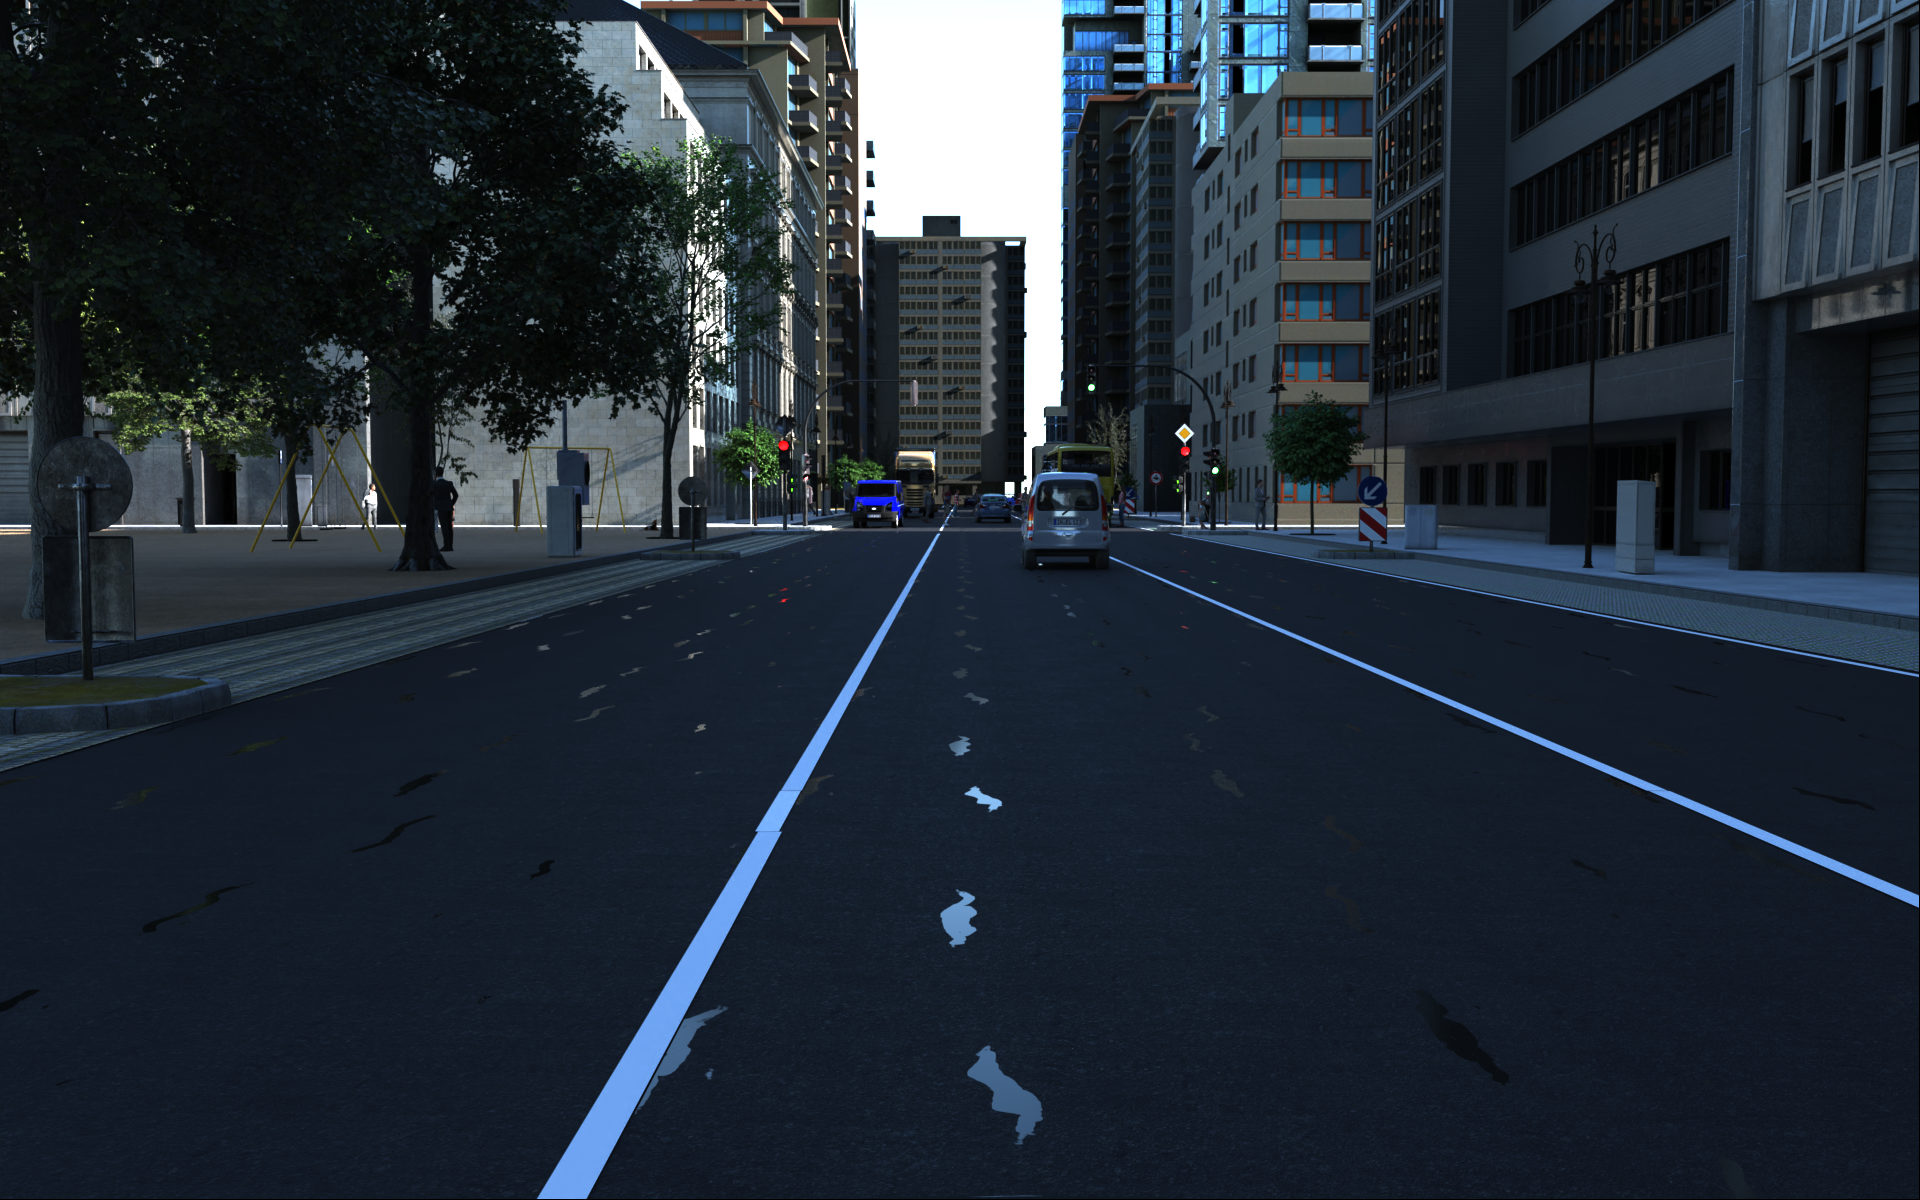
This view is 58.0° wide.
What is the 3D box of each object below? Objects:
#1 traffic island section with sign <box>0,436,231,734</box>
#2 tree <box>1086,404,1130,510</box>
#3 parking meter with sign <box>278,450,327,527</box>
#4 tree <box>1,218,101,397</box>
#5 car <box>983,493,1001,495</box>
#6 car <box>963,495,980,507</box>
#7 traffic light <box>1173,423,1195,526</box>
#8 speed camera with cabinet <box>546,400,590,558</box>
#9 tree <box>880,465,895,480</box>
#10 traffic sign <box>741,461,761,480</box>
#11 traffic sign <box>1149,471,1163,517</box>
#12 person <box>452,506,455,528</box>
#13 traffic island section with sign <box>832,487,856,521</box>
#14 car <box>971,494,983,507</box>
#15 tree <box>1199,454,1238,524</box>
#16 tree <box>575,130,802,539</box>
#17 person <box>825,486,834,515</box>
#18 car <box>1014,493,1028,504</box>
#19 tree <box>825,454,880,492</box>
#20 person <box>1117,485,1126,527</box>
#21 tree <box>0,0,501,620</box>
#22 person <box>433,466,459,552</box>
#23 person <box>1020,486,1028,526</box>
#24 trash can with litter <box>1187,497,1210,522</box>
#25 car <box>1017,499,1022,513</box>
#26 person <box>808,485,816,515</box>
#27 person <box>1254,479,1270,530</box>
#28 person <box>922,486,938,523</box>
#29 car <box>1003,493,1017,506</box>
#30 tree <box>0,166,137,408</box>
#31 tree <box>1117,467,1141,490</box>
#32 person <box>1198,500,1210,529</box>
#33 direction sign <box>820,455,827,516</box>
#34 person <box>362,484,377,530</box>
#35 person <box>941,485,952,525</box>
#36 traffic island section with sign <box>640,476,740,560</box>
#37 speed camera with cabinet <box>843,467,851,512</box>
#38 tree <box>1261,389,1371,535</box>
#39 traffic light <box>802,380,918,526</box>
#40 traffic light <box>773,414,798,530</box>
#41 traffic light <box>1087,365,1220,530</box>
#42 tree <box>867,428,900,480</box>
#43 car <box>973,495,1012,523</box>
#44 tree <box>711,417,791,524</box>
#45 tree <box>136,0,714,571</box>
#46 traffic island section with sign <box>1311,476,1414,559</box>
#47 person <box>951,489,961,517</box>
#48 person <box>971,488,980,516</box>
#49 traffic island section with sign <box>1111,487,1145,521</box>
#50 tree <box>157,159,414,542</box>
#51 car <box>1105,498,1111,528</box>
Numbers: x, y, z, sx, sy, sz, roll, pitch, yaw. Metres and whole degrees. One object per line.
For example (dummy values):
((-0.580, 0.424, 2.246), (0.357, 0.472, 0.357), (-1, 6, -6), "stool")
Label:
((-5.917, -0.157, 11.196), (1.989, 1.847, 2.006), (0, 3, 0), "traffic island section with sign")
((12.071, -11.504, 138.448), (4.360, 8.622, 3.978), (0, 3, 0), "tree")
((-25.973, -4.417, 68.471), (1.738, 3.016, 0.543), (-1, 4, -18), "parking meter with sign")
((-26.959, -6.848, 46.371), (8.767, 10.594, 7.601), (0, 4, 2), "tree")
((2.239, -6.833, 120.519), (1.959, 1.807, 4.718), (0, 4, 0), "car")
((1.302, -11.024, 192.830), (1.945, 1.354, 3.894), (0, 4, 1), "car")
((8.910, -4.898, 69.006), (0.839, 4.253, 0.868), (0, 3, 0), "traffic light")
((-8.100, -2.539, 35.853), (0.660, 3.252, 2.038), (0, 4, -3), "speed camera with cabinet")
((-8.036, -10.211, 150.656), (4.285, 4.588, 4.351), (0, 3, 0), "tree")
((-8.234, -4.180, 68.078), (0.795, 2.593, 0.064), (1, 4, 9), "traffic sign")
((10.946, -5.907, 96.683), (0.768, 2.556, 0.104), (0, 4, 8), "traffic sign")
((-19.148, -3.171, 65.009), (0.362, 1.253, 0.373), (2, 4, 25), "person")
((-5.847, -5.206, 93.742), (1.989, 1.847, 2.006), (0, 3, 0), "traffic island section with sign")
((2.187, -11.541, 200.695), (2.014, 1.417, 4.499), (0, 4, -1), "car")
((11.220, -4.959, 75.673), (1.663, 3.219, 1.824), (0, 3, 0), "tree")
((-8.238, -7.558, 49.330), (9.928, 11.665, 9.643), (0, 3, 0), "tree")
((-8.037, -6.050, 105.362), (0.834, 1.777, 0.661), (-1, 4, -9), "person")
((5.772, -8.707, 151.405), (2.155, 1.783, 4.494), (0, 4, 0), "car")
((-9.270, -9.447, 138.174), (4.285, 4.588, 4.351), (0, 3, 0), "tree")
((7.039, -4.083, 75.260), (0.388, 1.821, 0.555), (1, 4, 21), "person")
((-9.392, -6.793, 17.726), (9.857, 13.997, 8.962), (0, 3, 0), "tree")
((-11.589, -2.039, 38.743), (0.474, 1.900, 0.648), (2, 4, 29), "person")
((2.952, -4.259, 78.471), (0.374, 1.781, 0.599), (3, 4, 39), "person")
((10.858, -4.116, 78.688), (1.055, 1.170, 0.624), (0, 4, 3), "trash can with litter")
((5.351, -7.405, 130.854), (2.009, 1.686, 4.222), (0, 4, -1), "car")
((-9.026, -5.968, 103.724), (0.850, 1.850, 0.679), (1, 4, 18), "person")
((10.714, -3.375, 61.417), (0.583, 1.804, 0.606), (3, 4, 36), "person")
((-1.563, -4.777, 86.724), (0.853, 1.813, 0.709), (1, 4, 22), "person")
((4.993, -10.192, 176.232), (1.945, 1.707, 3.694), (0, 4, 2), "car")
((-21.009, -6.920, 30.145), (9.611, 12.733, 9.660), (0, 3, 0), "tree")
((12.043, -7.874, 123.334), (1.663, 3.219, 1.824), (0, 3, 0), "tree")
((8.929, -3.068, 63.684), (0.382, 1.210, 0.505), (2, 4, 32), "person")
((-7.958, -6.659, 100.870), (0.379, 3.537, 0.876), (-1, 4, -16), "direction sign")
((-22.487, -3.510, 65.983), (0.850, 1.850, 0.679), (2, 4, 27), "person")
((-0.620, -4.321, 79.131), (0.573, 1.828, 0.580), (-3, 4, -39), "person")
((-5.894, -1.806, 38.151), (1.989, 1.847, 2.006), (0, 3, 0), "traffic island section with sign")
((-8.149, -8.045, 125.872), (0.660, 3.252, 2.038), (0, 4, -7), "speed camera with cabinet")
((11.148, -4.317, 54.292), (4.285, 4.588, 4.351), (0, 3, 0), "tree")
((-4.059, -5.772, 69.037), (4.771, 5.953, 1.251), (0, 3, 0), "traffic light")
((-6.159, -4.410, 61.019), (0.839, 4.253, 0.868), (0, 3, 0), "traffic light")
((6.811, -5.273, 60.881), (4.771, 5.953, 1.251), (0, 3, 0), "traffic light")
((-8.465, -14.793, 192.221), (4.360, 8.622, 3.978), (0, 3, 0), "tree")
((1.664, -4.629, 87.681), (2.014, 1.417, 4.499), (0, 4, -1), "car")
((-8.921, -5.504, 73.711), (4.285, 4.588, 4.351), (0, 3, 0), "tree")
((-8.973, -6.841, 28.853), (9.611, 12.733, 9.660), (0, 3, 0), "tree")
((8.930, -1.839, 38.702), (1.989, 1.847, 2.006), (0, 3, 0), "traffic island section with sign")
((-0.253, -5.956, 106.716), (0.643, 1.720, 0.563), (0, 4, -1), "person")
((1.082, -6.378, 112.876), (0.778, 1.811, 0.616), (0, 4, 1), "person")
((8.978, -5.220, 93.981), (1.989, 1.847, 2.006), (0, 3, 0), "traffic island section with sign")
((-18.196, -7.401, 46.767), (9.928, 11.665, 9.643), (0, 3, 0), "tree")
((5.559, -3.970, 74.704), (2.009, 1.686, 4.222), (0, 4, 1), "car")
